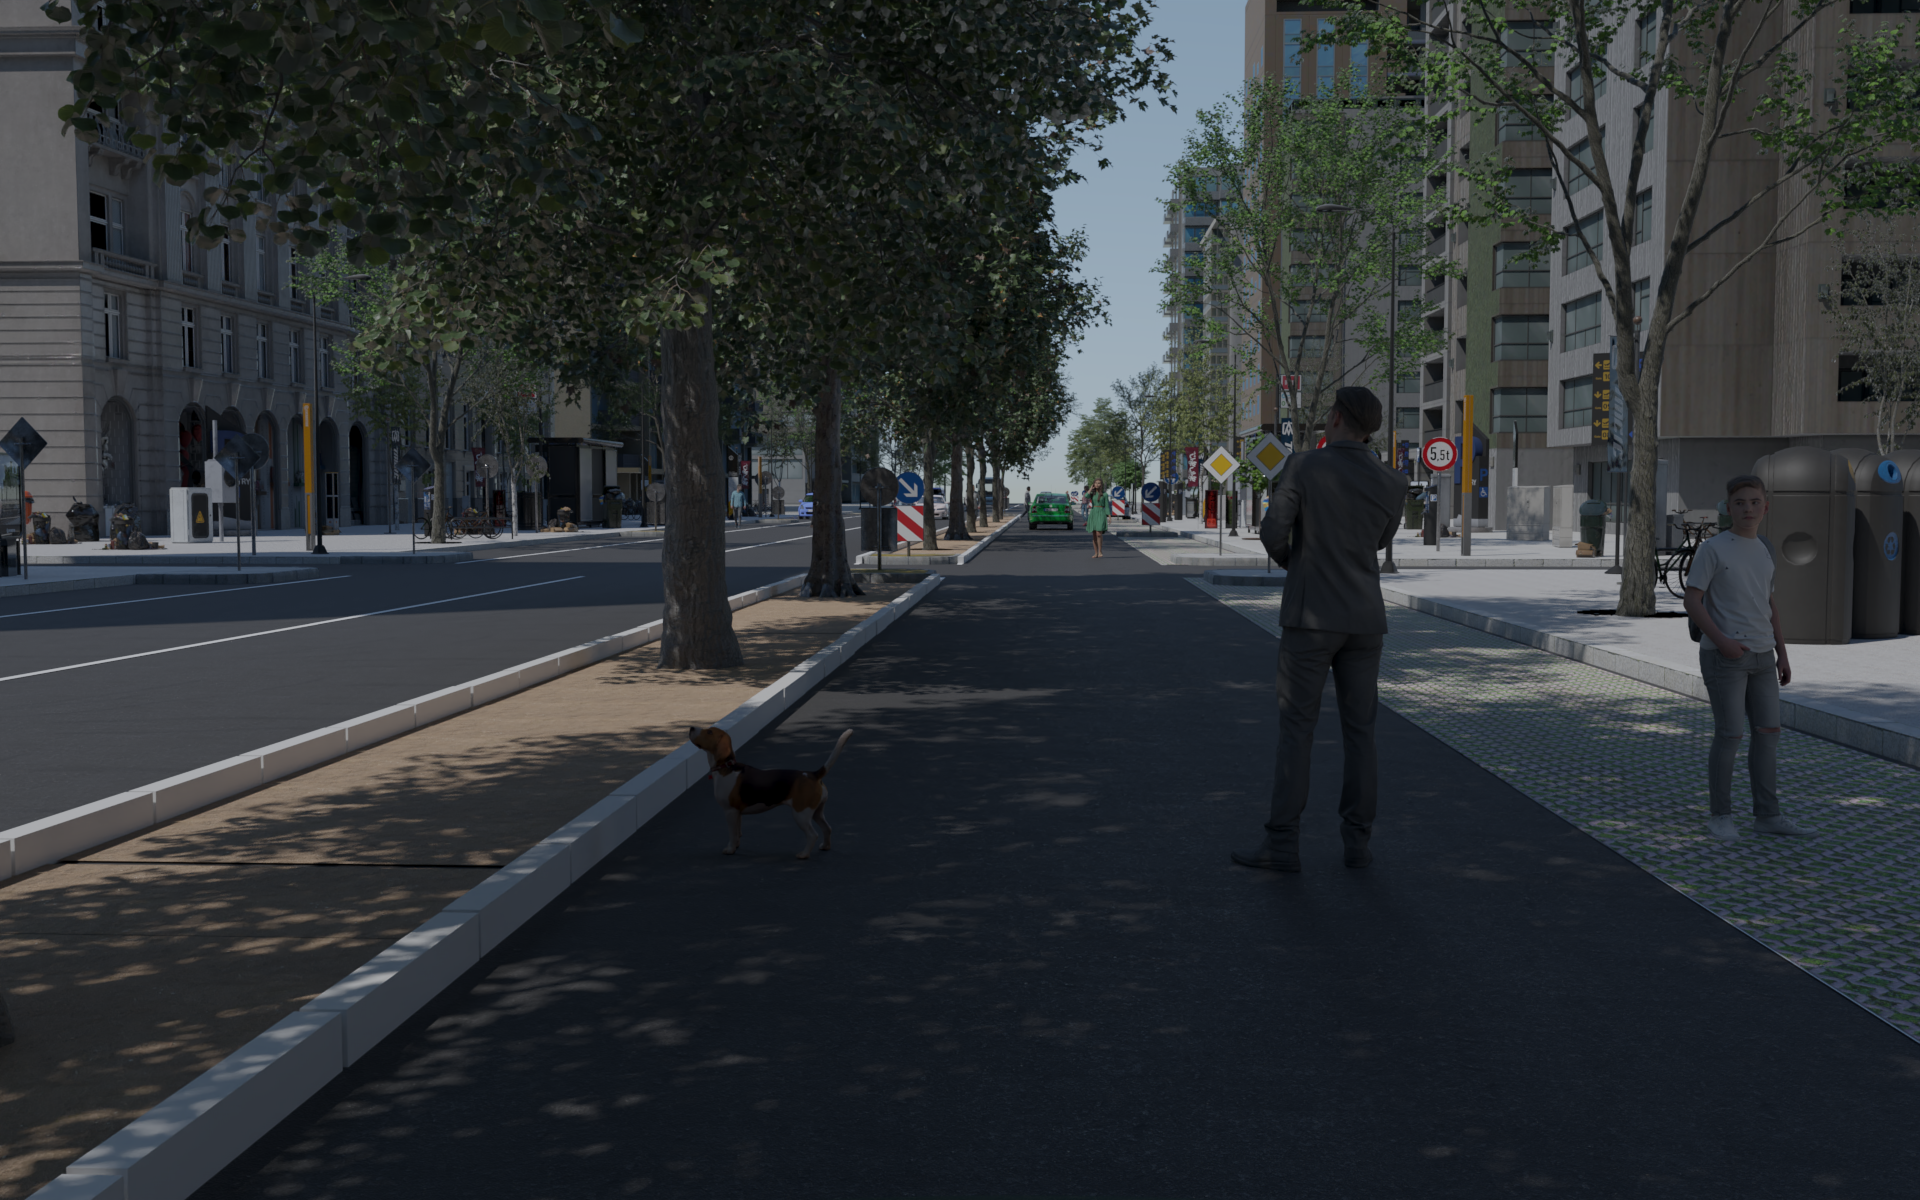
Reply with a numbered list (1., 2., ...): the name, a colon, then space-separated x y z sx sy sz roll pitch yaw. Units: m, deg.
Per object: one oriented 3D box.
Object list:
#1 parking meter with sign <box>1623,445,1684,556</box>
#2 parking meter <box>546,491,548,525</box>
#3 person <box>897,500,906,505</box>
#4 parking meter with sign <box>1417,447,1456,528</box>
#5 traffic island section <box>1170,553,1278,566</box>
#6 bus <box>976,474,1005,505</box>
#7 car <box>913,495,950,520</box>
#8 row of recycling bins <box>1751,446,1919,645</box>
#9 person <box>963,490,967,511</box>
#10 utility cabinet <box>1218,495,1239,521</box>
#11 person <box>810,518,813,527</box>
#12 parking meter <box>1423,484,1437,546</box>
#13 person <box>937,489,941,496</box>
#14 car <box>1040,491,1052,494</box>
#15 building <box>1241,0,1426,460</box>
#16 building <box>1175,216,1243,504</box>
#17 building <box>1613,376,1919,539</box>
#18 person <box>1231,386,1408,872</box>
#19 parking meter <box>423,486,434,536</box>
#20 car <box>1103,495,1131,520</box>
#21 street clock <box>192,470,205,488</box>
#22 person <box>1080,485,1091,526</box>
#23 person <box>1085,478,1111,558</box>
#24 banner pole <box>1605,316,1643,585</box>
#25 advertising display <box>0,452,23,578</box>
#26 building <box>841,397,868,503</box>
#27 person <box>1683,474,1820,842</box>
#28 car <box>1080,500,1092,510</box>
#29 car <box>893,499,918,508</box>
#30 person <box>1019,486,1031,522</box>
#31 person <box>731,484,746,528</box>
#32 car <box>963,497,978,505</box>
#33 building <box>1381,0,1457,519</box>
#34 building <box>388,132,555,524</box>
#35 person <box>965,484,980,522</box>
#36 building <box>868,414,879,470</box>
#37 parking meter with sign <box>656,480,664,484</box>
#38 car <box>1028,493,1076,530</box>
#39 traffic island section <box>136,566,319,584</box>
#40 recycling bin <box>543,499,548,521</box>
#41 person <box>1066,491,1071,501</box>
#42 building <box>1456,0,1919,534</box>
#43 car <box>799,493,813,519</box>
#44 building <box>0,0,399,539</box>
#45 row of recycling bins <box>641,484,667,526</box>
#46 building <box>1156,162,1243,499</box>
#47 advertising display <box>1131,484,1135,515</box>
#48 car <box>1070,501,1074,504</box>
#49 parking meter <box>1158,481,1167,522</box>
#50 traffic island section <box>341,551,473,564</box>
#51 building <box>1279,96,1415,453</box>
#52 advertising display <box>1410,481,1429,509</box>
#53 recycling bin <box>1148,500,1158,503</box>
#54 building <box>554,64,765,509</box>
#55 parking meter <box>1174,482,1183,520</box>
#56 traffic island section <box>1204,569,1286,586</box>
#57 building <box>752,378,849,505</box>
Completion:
1. parking meter with sign: 14.304 -2.422 35.854 1.738 3.016 0.543 -2 4 -33
2. parking meter: -16.993 -3.887 71.966 0.372 1.533 0.369 0 3 0
3. person: -2.966 -4.859 88.212 0.793 1.790 0.793 1 4 23
4. parking meter with sign: 18.045 -4.201 64.949 1.738 3.016 0.543 0 4 5
5. traffic island section: 5.445 -0.844 36.078 2.009 0.180 2.903 0 4 3
6. bus: 3.208 -11.368 180.728 2.948 3.499 13.247 0 4 2
7. car: -1.609 -5.238 98.000 2.083 1.381 4.827 0 4 2
8. row of recycling bins: 8.398 -0.532 15.814 3.534 1.692 1.069 -2 4 -33
9. person: 0.569 -8.433 146.406 0.705 1.821 1.348 1 4 17
10. utility cabinet: 13.010 -4.454 83.983 1.020 1.237 0.306 1 4 22
11. person: -6.027 -4.004 74.357 0.834 1.777 0.661 0 4 8
12. parking meter: 11.770 -2.130 43.234 0.372 1.533 0.369 0 3 0
13. person: -1.711 -8.113 141.225 0.705 1.814 1.350 0 4 -7
14. car: 11.569 -13.717 232.939 2.281 1.827 5.304 0 4 4
15. building: 31.167 -30.178 143.521 14.600 45.320 14.200 0 4 3
16. building: 44.618 -32.685 226.281 32.217 40.220 23.993 0 4 3
17. building: 26.532 -17.095 51.205 14.107 30.474 14.160 0 4 3
18. person: 1.389 0.096 6.730 0.655 1.846 0.447 -1 4 -14
19. parking meter: -16.083 -2.702 52.581 0.372 1.533 0.369 0 3 0
20. car: 8.286 -5.007 93.875 2.014 1.417 4.499 0 4 1
21. street clock: -22.574 -2.868 51.470 0.471 2.002 0.358 2 4 33
22. person: 5.638 -4.246 77.935 0.555 1.821 0.388 3 5 42
23. person: 3.103 -1.838 38.799 0.600 1.795 0.529 1 4 9
24. banner pole: 9.325 -2.097 24.295 0.863 3.779 0.401 -2 4 -34
25. advertising display: -14.849 -1.332 26.985 0.123 1.923 0.974 -1 4 -10
26. building: -24.844 -38.012 245.201 21.300 48.544 21.600 0 4 3
27. person: 3.262 0.239 7.181 0.523 1.515 0.503 3 5 39
28. car: 10.847 -7.962 142.759 1.945 1.354 3.894 0 4 3
29. car: -3.774 -7.042 124.173 2.155 1.783 4.494 0 4 2
30. person: 3.428 -5.003 90.150 0.795 1.843 0.661 0 4 7
31. person: -9.319 -3.953 72.993 0.638 1.841 0.748 0 4 2
32. car: 1.447 -13.165 225.037 2.009 1.686 4.222 0 4 4
33. building: 34.686 -39.869 90.118 20.563 71.187 20.611 0 4 3
34. building: -29.020 -17.619 85.330 12.463 27.353 25.104 0 4 3
35. person: 0.513 -3.892 71.980 0.661 1.843 0.795 -1 4 -8
36. building: -19.944 -30.101 263.850 14.160 30.474 14.107 0 4 3
37. parking meter with sign: -16.058 -5.955 93.626 1.738 3.016 0.543 3 4 36
38. car: 3.732 -3.771 70.451 1.959 1.807 4.718 0 4 4
39. traffic island section: -12.084 -0.410 28.987 2.009 0.180 2.903 0 4 3
40. recycling bin: -19.498 -4.284 82.589 0.722 1.027 0.722 3 4 37
41. person: 10.363 -9.604 166.083 0.434 1.755 0.990 3 4 37
42. building: 26.179 -18.028 66.452 14.160 30.474 14.107 0 4 3
43. car: -8.211 -5.480 99.187 1.945 1.707 3.694 0 4 3
44. building: -30.093 -13.372 60.433 13.314 21.916 24.055 0 4 3
45. row of recycling bins: -12.556 -3.964 71.925 1.069 1.692 3.534 -1 4 -18
46. building: 41.224 -38.764 253.395 23.786 49.044 30.456 0 4 3
47. advertising display: 10.669 -6.230 107.069 0.123 1.923 0.974 0 4 -1
48. car: 5.285 -5.238 95.428 2.009 1.686 4.222 0 4 4
49. parking meter: 9.148 -4.440 78.312 0.255 1.863 0.399 2 4 32
50. traffic island section: -11.673 -0.898 36.961 2.009 0.180 2.903 0 4 3
51. building: 30.909 -21.905 129.841 14.160 30.474 14.107 0 4 3
52. advertising display: 22.072 -4.771 83.226 0.974 1.923 0.123 3 5 43
53. recycling bin: 11.464 -5.441 101.516 0.722 1.027 0.722 1 4 21
54. building: -29.827 -30.659 155.905 22.147 44.769 28.867 0 4 3
55. parking meter: 10.707 -4.844 84.918 0.399 1.863 0.255 -2 4 -32
56. traffic island section: 5.035 -0.356 28.104 2.009 0.180 2.903 0 4 3
57. building: -29.151 -38.619 220.662 28.713 52.752 27.495 0 4 3
